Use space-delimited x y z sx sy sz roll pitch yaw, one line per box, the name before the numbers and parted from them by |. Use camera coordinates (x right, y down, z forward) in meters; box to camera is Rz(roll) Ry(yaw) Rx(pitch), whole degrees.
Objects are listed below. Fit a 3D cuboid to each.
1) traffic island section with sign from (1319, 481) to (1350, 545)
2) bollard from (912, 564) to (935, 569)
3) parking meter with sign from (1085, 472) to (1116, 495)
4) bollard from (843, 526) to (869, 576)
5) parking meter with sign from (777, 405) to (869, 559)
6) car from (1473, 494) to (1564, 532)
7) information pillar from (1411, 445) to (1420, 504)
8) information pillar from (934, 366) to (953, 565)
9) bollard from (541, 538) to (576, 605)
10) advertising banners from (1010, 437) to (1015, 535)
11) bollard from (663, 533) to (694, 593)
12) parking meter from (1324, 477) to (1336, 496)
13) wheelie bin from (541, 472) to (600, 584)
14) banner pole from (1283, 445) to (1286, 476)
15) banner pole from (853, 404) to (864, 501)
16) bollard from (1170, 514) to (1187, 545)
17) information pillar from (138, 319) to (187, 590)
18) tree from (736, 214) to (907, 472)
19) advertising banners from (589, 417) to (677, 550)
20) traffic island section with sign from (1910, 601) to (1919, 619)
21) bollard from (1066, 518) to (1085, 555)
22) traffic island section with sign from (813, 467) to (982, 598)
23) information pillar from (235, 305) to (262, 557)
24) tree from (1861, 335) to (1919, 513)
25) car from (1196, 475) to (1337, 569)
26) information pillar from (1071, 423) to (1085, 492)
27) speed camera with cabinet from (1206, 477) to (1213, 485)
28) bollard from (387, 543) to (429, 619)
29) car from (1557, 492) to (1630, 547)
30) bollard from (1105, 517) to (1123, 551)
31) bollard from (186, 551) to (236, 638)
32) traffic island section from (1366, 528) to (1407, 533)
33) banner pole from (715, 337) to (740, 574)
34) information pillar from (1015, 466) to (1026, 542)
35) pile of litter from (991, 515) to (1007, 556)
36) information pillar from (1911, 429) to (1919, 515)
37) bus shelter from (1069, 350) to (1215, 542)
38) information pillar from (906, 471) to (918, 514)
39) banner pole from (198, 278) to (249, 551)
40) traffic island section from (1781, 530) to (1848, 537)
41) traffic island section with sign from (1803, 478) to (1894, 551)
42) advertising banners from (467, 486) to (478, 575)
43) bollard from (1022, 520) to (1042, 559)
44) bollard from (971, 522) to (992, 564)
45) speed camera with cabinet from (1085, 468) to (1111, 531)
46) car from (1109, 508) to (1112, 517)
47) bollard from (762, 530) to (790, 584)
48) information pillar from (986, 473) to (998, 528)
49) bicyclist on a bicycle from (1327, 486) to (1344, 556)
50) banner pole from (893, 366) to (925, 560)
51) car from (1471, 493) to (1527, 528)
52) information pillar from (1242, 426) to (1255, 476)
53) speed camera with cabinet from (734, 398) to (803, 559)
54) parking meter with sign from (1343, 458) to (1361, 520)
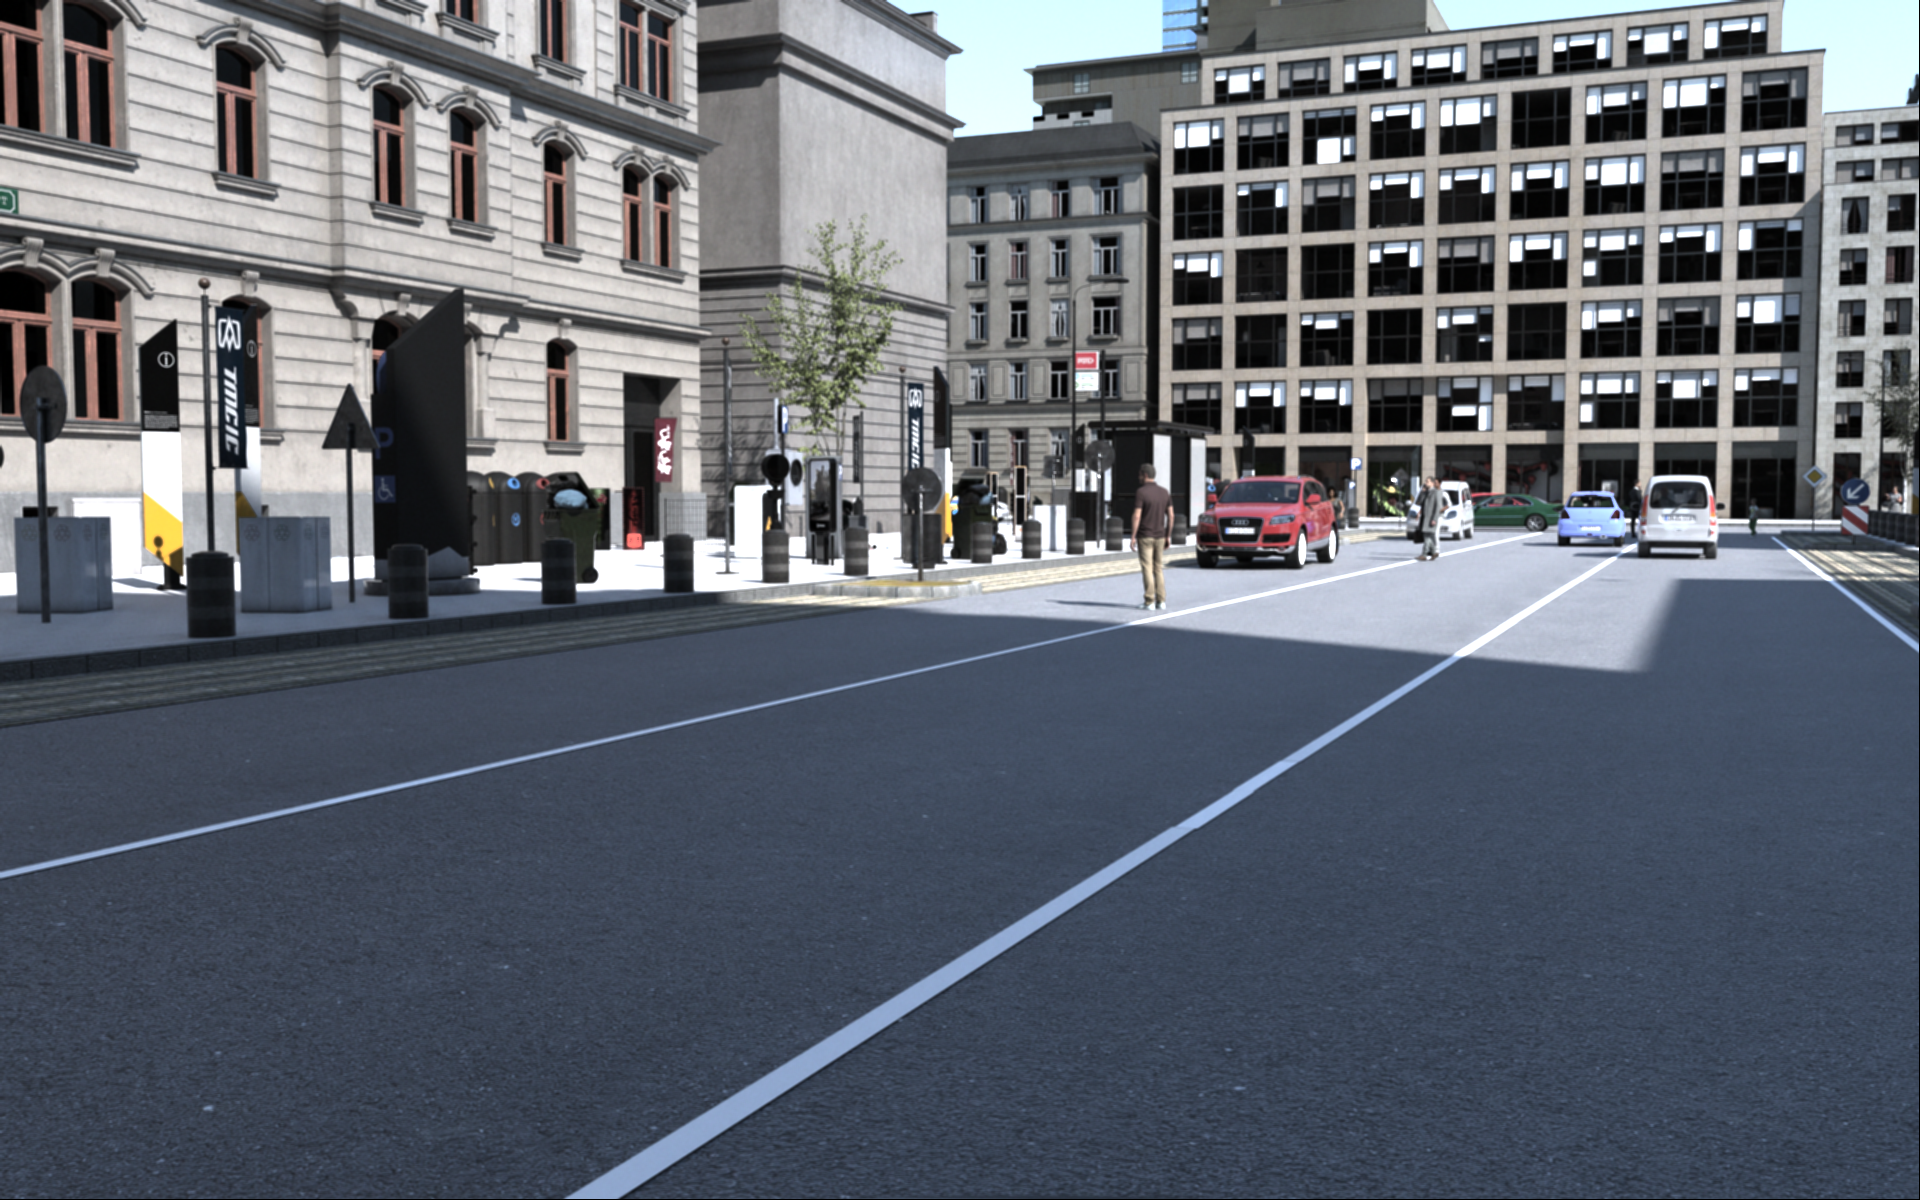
traffic island section with sign | 10.105 -2.510 49.659 1.989 1.847 2.006 2 4 23
bollard | -0.622 -0.913 29.638 0.404 0.777 0.398 0 3 0
parking meter with sign | 4.716 -3.986 61.431 1.738 3.016 0.543 1 4 15
bollard | -1.637 -0.770 27.302 0.404 0.777 0.398 0 3 0
parking meter with sign | -2.676 -2.317 34.137 1.738 3.016 0.543 0 4 7
car | 21.014 -3.392 67.256 4.920 1.459 2.131 2 4 24
information pillar | 21.795 -5.601 82.936 0.183 3.616 0.504 -2 4 -27
information pillar | -0.339 -2.456 31.512 0.183 3.616 0.504 -2 4 -29
bollard | -4.701 -0.341 20.285 0.404 0.777 0.398 0 3 0
advertising banners | 1.724 -3.546 54.172 0.090 3.025 2.074 1 4 10
bollard | -3.676 -0.484 22.627 0.404 0.777 0.398 0 3 0
parking meter | 13.041 -3.388 61.104 0.399 1.863 0.255 -3 5 -41
wheelie bin | -5.595 -1.037 24.866 0.693 1.594 0.980 -3 4 -37
banner pole | 16.590 -6.039 88.756 0.401 3.779 0.863 0 4 6
banner pole | -2.832 -3.575 48.465 0.401 3.779 0.863 -2 4 -26
bollard | 5.512 -1.772 43.688 0.404 0.777 0.398 0 3 0
information pillar | -10.636 -1.941 23.085 0.504 3.616 0.183 -3 5 -40
tree | -3.407 -5.810 45.359 4.737 8.622 4.395 0 3 0
advertising banners | -7.485 -2.650 39.517 2.074 3.025 0.090 -1 4 -9
traffic island section with sign | 11.980 -0.674 19.641 1.989 1.847 2.006 2 4 23
bollard | 2.445 -1.342 36.655 0.404 0.777 0.398 0 3 0
traffic island section with sign | -0.770 -0.985 24.735 1.989 1.847 2.006 2 4 23
information pillar | -8.756 -1.831 21.299 0.183 3.616 0.504 0 4 6
tree | 44.530 -7.988 80.962 4.360 8.622 3.978 0 3 0
car | 6.252 -1.607 34.941 2.281 1.827 5.304 1 4 22
information pillar | 3.913 -4.037 57.361 0.504 3.616 0.183 2 4 33
speed camera with cabinet | 14.110 -6.139 94.708 2.038 3.252 0.660 2 4 24
bollard | -5.720 -0.198 17.951 0.404 0.777 0.398 0 3 0
car | 17.699 -2.378 48.476 1.945 1.707 3.694 1 4 22
bollard | 3.469 -1.485 39.005 0.404 0.777 0.398 0 3 0
bollard | -6.746 -0.054 15.600 0.404 0.777 0.398 0 3 0
traffic island section | 16.574 -2.634 65.346 2.009 0.180 2.903 2 4 23
banner pole | -3.734 -2.321 27.964 0.401 3.779 0.863 0 4 0
information pillar | 1.607 -2.539 45.998 0.304 2.012 0.304 0 4 3
pile of litter | 0.358 -1.378 36.493 1.176 0.858 1.719 3 5 39
information pillar | 30.256 -3.861 54.478 0.504 3.616 0.183 3 5 41
bus shelter | 5.214 -4.462 50.589 2.179 5.291 8.768 2 4 24
information pillar | -1.478 -3.055 54.442 0.304 2.012 0.304 3 5 42
banner pole | -8.675 -1.857 20.381 0.401 3.779 0.863 1 4 18
traffic island section | 29.445 -2.291 59.743 2.009 0.180 2.903 2 4 23
traffic island section with sign | 22.761 -2.188 44.394 1.989 1.847 2.006 2 4 23
advertising banners | -8.388 -1.942 27.943 2.074 3.025 0.090 3 5 44
bollard | 1.420 -1.198 34.312 0.404 0.777 0.398 0 3 0
bollard | 0.400 -1.056 31.978 0.404 0.777 0.398 0 3 0
speed camera with cabinet | 4.443 -4.012 59.936 0.660 3.252 2.038 -2 4 -28
car | 9.137 -4.016 77.458 4.920 1.459 2.131 2 4 24
bollard | -2.657 -0.627 24.961 0.404 0.777 0.398 0 3 0
information pillar | 1.100 -3.393 59.960 0.304 2.012 0.304 -3 4 -36
bicyclist on a bicycle | 8.477 -1.808 39.582 1.499 1.676 1.625 2 4 25
banner pole | -0.979 -2.700 34.164 0.401 3.779 0.863 3 5 40
car | 22.457 -3.836 71.755 4.494 1.783 2.155 2 4 25
information pillar | 9.941 -4.185 59.775 0.183 3.616 0.504 -3 4 -39
speed camera with cabinet | -3.853 -2.489 35.025 0.660 3.252 2.038 1 4 20
parking meter with sign | 19.326 -5.464 85.603 0.543 3.016 1.738 0 4 -2
